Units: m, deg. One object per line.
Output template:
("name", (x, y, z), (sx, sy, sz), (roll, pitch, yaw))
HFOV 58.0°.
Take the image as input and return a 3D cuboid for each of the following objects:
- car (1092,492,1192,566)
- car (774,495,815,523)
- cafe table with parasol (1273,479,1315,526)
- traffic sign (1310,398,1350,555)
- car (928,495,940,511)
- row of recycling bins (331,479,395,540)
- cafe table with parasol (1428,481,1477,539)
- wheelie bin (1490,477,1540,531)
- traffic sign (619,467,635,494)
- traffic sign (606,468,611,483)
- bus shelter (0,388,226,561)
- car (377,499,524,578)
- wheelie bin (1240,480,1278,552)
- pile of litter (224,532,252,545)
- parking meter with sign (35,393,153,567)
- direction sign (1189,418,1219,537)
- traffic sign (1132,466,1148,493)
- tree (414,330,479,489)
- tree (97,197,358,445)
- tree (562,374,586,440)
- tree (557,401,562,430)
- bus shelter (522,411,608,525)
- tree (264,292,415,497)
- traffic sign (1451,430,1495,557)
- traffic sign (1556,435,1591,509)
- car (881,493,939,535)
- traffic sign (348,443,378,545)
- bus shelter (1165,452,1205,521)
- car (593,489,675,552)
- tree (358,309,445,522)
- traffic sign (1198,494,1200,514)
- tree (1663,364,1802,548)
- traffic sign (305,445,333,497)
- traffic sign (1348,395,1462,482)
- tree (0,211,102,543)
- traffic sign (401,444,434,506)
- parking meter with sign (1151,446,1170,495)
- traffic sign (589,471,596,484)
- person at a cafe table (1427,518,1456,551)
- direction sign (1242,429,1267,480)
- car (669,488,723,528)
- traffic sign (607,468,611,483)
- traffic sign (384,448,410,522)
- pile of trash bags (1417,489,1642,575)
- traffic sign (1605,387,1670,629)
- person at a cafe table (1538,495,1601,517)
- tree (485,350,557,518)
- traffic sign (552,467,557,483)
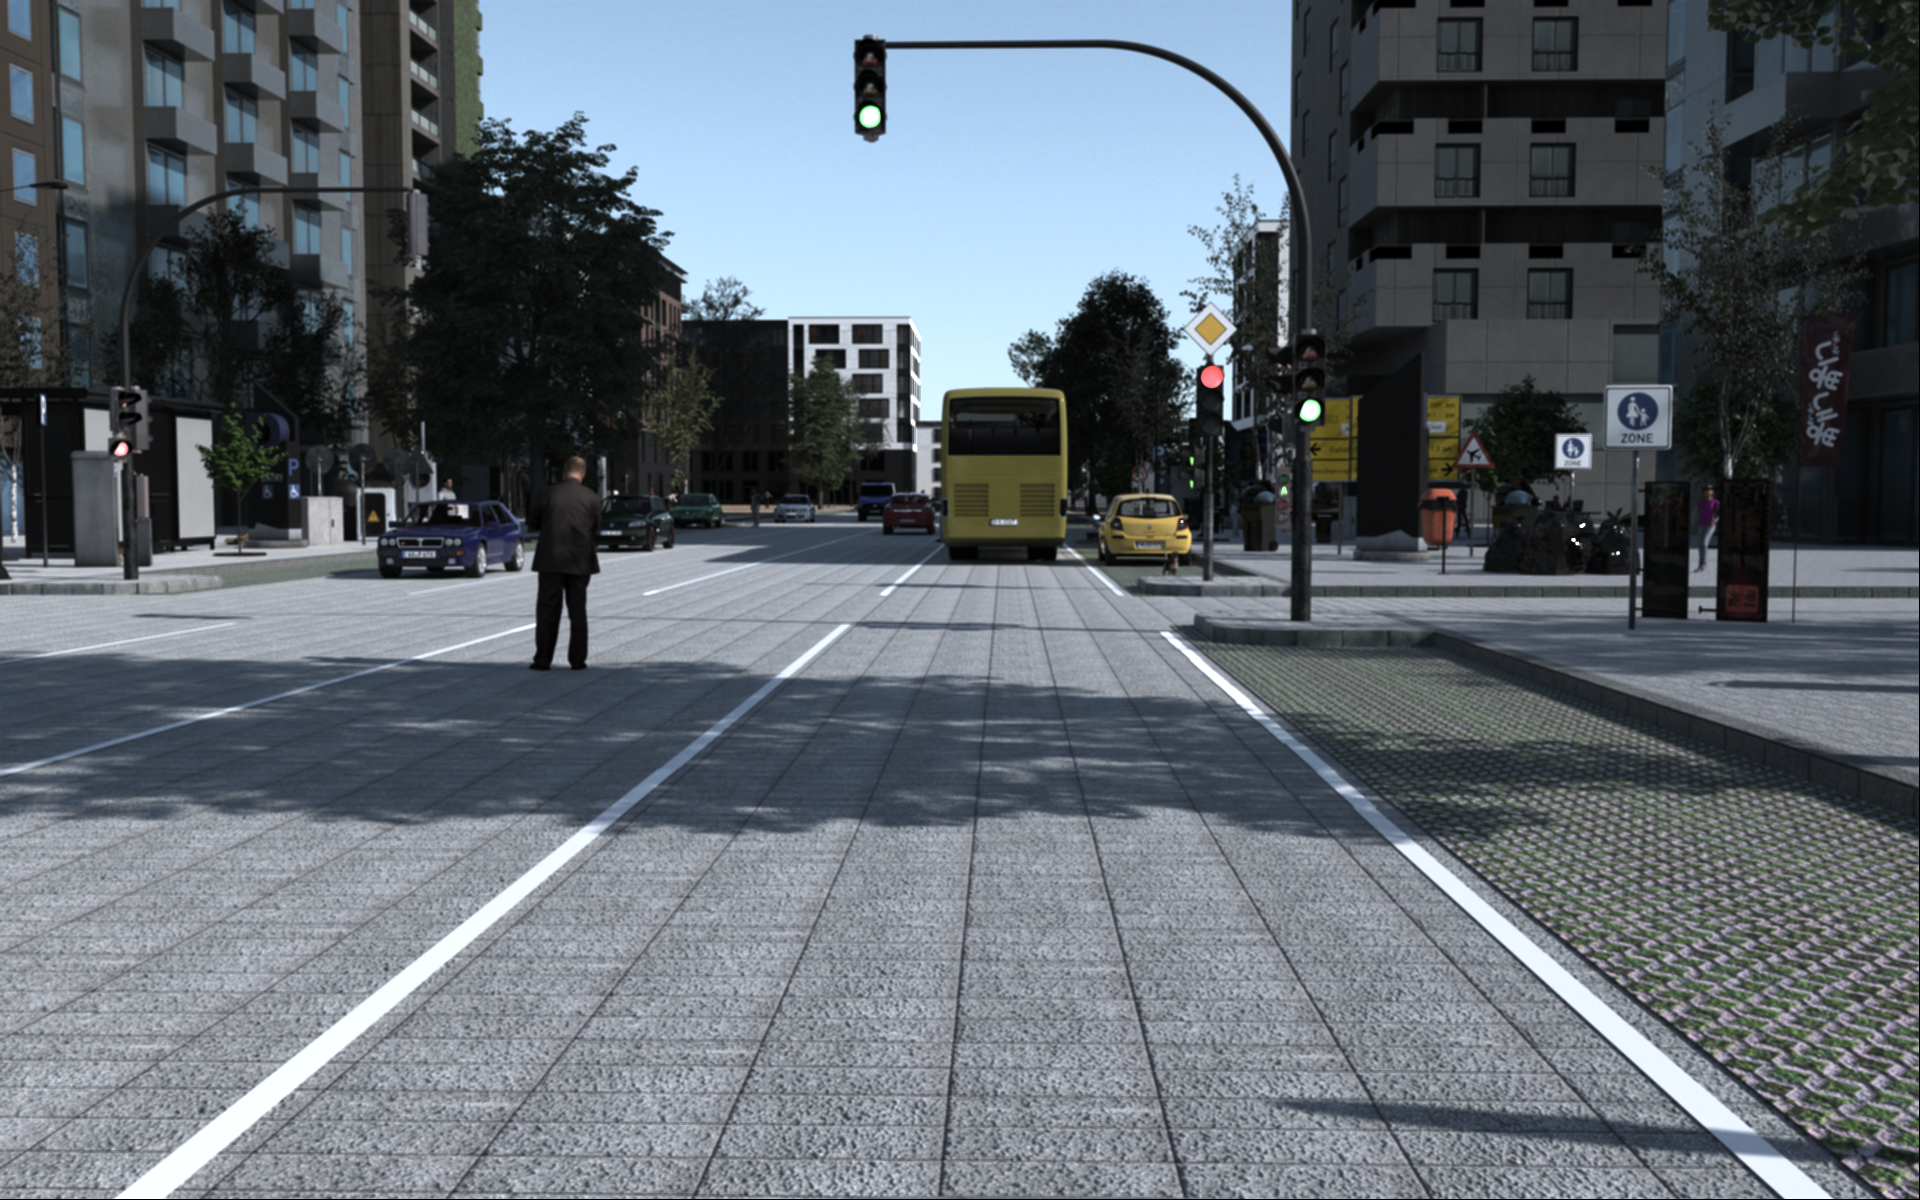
("car", (3.764, -1.561, 35.747), (2.015, 1.641, 3.980), (0, 4, 2))
("car", (-8.290, -4.597, 87.156), (2.014, 1.417, 4.499), (0, 4, 0))
("cafe table with parasol", (13.842, -4.041, 70.932), (2.610, 1.966, 2.610), (1, 4, 19))
("traffic sign", (8.368, -2.613, 36.594), (2.265, 3.308, 0.079), (0, 4, 6))
("car", (-2.660, -8.176, 146.250), (1.945, 1.354, 3.894), (0, 3, 0))
("row of recycling bins", (-16.994, -2.596, 49.554), (1.069, 1.692, 3.534), (0, 4, 1))
("cafe table with parasol", (13.926, -2.784, 50.391), (2.610, 1.966, 2.610), (-1, 4, -10))
("wheelie bin", (10.062, -1.438, 31.413), (0.693, 1.594, 0.980), (-1, 4, -17))
("traffic sign", (-15.829, -5.021, 82.206), (0.768, 2.556, 0.104), (0, 4, 3))
("traffic sign", (-17.095, -5.075, 83.083), (0.768, 2.556, 0.104), (0, 4, 5))
("bus shelter", (-18.114, -3.542, 35.548), (2.179, 5.291, 8.768), (0, 4, 2))
("car", (-9.009, -1.114, 30.787), (1.945, 1.354, 3.894), (0, 4, 0))
("wheelie bin", (6.715, -1.887, 38.755), (0.693, 1.594, 0.980), (-3, 4, -37))
("pile of litter", (-18.015, -1.826, 43.821), (1.176, 0.858, 1.719), (-1, 4, -9))
("parking meter with sign", (-15.193, -2.090, 30.438), (1.738, 3.016, 0.543), (-1, 4, -18))
("direction sign", (7.235, -3.637, 51.468), (0.876, 3.537, 0.379), (1, 4, 14))
("traffic sign", (8.009, -4.724, 77.340), (0.768, 2.556, 0.104), (1, 4, 10))
("tree", (-23.239, -7.710, 76.424), (4.360, 8.622, 3.978), (0, 3, 0))
("tree", (-23.432, -7.338, 54.383), (7.601, 10.594, 8.767), (1, 4, 14))
("tree", (-23.038, -9.073, 98.700), (4.360, 8.622, 3.978), (0, 3, 0))
("tree", (-23.799, -8.772, 93.789), (4.360, 8.622, 3.978), (0, 3, 0))
("bus shelter", (-17.295, -6.002, 75.759), (2.179, 5.291, 8.768), (0, 4, 1))
("tree", (-22.814, -6.847, 62.313), (4.360, 8.622, 3.978), (0, 3, 0))
("traffic sign", (10.459, -2.162, 35.346), (0.884, 2.594, 0.081), (0, 4, 4))
("traffic sign", (10.423, -1.676, 29.528), (0.606, 2.300, 0.079), (0, 4, 4))
("car", (-1.806, -3.268, 62.467), (2.155, 1.783, 4.494), (0, 4, 1))
("traffic sign", (-14.998, -2.654, 43.498), (0.768, 2.556, 0.104), (0, 4, 6))
("bus shelter", (10.493, -5.177, 78.568), (2.014, 3.302, 5.546), (0, 4, 2))
("car", (-8.460, -2.112, 44.325), (2.009, 1.686, 4.222), (0, 4, 2))
("tree", (-22.159, -7.261, 69.076), (4.737, 8.622, 4.395), (0, 3, 0))
("traffic sign", (8.836, -3.913, 64.084), (0.768, 2.556, 0.104), (0, 4, 5))
("tree", (18.442, -3.529, 41.415), (4.285, 4.588, 4.351), (0, 3, 0))
("traffic sign", (-16.544, -2.729, 44.722), (0.768, 2.556, 0.104), (0, 4, 8))
("traffic sign", (9.153, -2.558, 35.690), (2.265, 3.308, 0.079), (0, 4, 5))
("tree", (-24.986, -5.830, 45.681), (4.360, 8.622, 3.978), (0, 3, 0))
("traffic sign", (-14.167, -2.766, 45.228), (0.884, 2.594, 0.081), (0, 4, 6))
("parking meter with sign", (7.405, -4.091, 63.144), (0.543, 3.016, 1.738), (1, 4, 18))
("traffic sign", (-15.849, -4.402, 74.108), (0.606, 2.300, 0.079), (0, 4, 3))
("person at a cafe table", (10.447, -1.789, 40.117), (1.726, 1.238, 1.698), (2, 4, 26))
("direction sign", (10.324, -4.207, 60.779), (0.876, 3.537, 0.379), (1, 4, 21))
("car", (-11.152, -3.937, 73.165), (1.959, 1.807, 4.718), (0, 4, 0))
("traffic sign", (-17.213, -5.139, 84.134), (0.768, 2.556, 0.104), (0, 4, 8))
("traffic sign", (-15.518, -2.915, 47.764), (0.768, 2.556, 0.104), (0, 4, 5))
("pile of trash bags", (9.106, -1.120, 28.065), (3.447, 1.369, 1.912), (0, 4, -7))
("traffic sign", (6.378, -0.871, 16.374), (0.606, 2.300, 0.079), (1, 4, 11))
("person at a cafe table", (18.632, -2.612, 53.570), (1.698, 1.238, 1.726), (0, 4, -3))
("tree", (-22.501, -8.302, 86.094), (4.360, 8.622, 3.978), (0, 3, 0))
("traffic sign", (-15.035, -3.845, 64.997), (0.606, 2.300, 0.079), (1, 4, 11))
